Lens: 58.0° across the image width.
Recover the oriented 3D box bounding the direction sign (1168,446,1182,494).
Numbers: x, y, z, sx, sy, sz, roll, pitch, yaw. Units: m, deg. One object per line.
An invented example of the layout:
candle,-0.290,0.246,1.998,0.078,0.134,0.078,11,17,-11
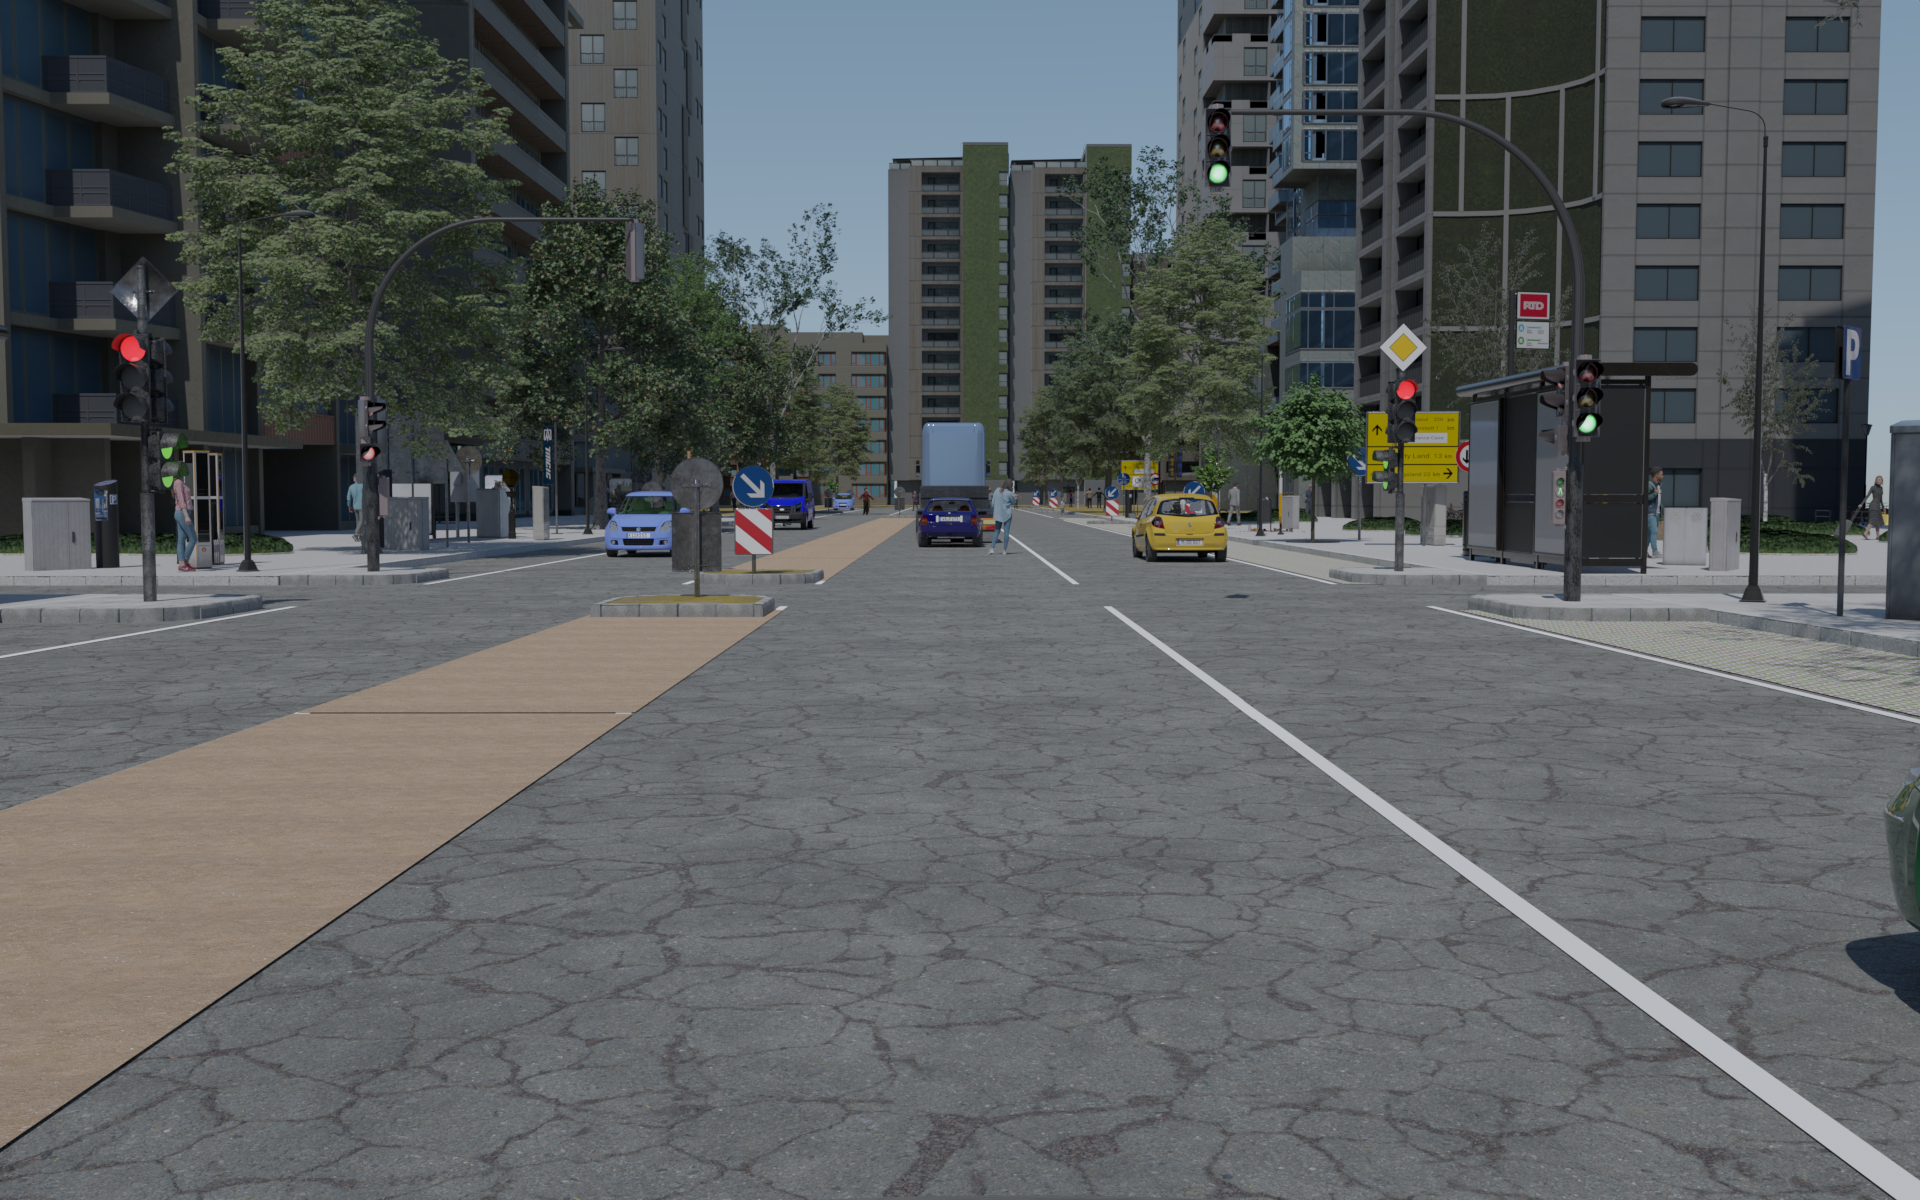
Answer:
direction sign,10.089,-5.457,81.211,0.876,3.537,0.379,-3,4,-38

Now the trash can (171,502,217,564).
trash can,-13.425,-1.146,30.396,0.748,1.137,0.748,0,3,0

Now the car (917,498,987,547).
car,-0.235,-2.160,47.893,1.945,1.354,3.894,0,4,1

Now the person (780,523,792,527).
person,-7.737,-3.823,76.502,0.738,1.151,1.012,-2,4,-30

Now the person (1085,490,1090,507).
person,12.971,-10.364,176.300,0.445,1.727,0.742,1,4,13

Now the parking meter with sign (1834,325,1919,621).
parking meter with sign,9.850,-1.302,17.556,1.738,3.016,0.543,3,5,44

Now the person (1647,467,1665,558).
person,13.830,-1.738,34.450,0.794,1.824,0.713,-2,4,-28

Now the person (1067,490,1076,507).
person,11.052,-10.083,171.586,0.721,1.739,1.217,-3,5,-43

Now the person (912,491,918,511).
person,-3.805,-8.374,146.330,0.541,1.710,0.530,2,4,27

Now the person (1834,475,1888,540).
person,25.209,-2.577,48.392,1.509,1.804,0.699,0,4,7

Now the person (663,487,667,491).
person,-22.475,-7.679,131.460,0.709,1.838,0.599,-1,4,-23

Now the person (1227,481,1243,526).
person,11.092,-3.897,70.028,0.850,1.792,0.678,-3,5,-44

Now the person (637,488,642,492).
person,-24.454,-7.681,132.303,0.551,1.740,0.621,1,4,12

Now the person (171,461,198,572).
person,-12.757,-1.372,28.485,0.388,1.821,0.555,-3,5,-40

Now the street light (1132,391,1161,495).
street light,8.459,-6.455,78.083,1.470,5.913,1.316,0,4,0

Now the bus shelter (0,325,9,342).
bus shelter,-12.793,-2.408,16.995,2.179,5.291,8.768,0,4,0

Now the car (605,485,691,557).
car,-7.225,-1.897,40.615,1.945,1.707,3.694,0,4,-1

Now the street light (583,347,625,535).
street light,-11.290,-5.037,54.900,1.470,5.913,1.316,0,4,0

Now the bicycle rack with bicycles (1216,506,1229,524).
bicycle rack with bicycles,10.218,-3.740,74.530,2.925,0.926,2.852,2,4,24

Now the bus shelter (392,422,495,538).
bus shelter,-14.515,-3.286,47.649,2.014,3.302,5.546,0,4,0

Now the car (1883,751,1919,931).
car,3.553,0.542,2.944,2.131,1.459,4.920,0,4,-1

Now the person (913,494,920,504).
person,-2.404,-6.132,108.889,1.348,1.807,0.705,3,5,44

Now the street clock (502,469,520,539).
street clock,-12.815,-2.748,49.506,0.471,2.002,0.358,0,4,-3

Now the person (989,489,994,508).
person,2.034,-6.687,117.919,0.705,1.814,1.350,-3,5,-45

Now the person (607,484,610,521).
person,-16.053,-4.450,78.975,0.721,1.800,0.419,-3,5,-45

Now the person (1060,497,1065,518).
person,6.045,-5.401,101.482,0.332,1.250,0.352,-1,4,-17

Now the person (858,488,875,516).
person,-6.286,-6.570,115.876,1.348,1.831,0.705,-2,4,-33

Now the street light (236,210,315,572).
street light,-11.257,-3.424,28.517,1.470,5.913,1.316,0,4,0

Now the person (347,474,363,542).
person,-16.286,-2.501,46.792,0.638,1.841,0.748,1,4,19

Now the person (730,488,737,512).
person,-16.471,-7.272,125.871,0.756,1.711,0.436,-2,4,-34

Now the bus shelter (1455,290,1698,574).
bus shelter,10.647,-3.316,31.851,2.179,5.291,8.768,0,4,0

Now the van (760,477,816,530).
van,-7.043,-4.058,70.725,2.240,2.365,5.245,0,4,-1

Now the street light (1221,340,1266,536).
street light,8.595,-4.889,52.483,1.470,5.913,1.316,0,4,0

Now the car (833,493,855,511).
car,-10.185,-8.709,151.983,1.945,1.707,3.694,0,4,0

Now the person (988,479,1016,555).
person,0.991,-1.975,41.059,0.793,1.790,0.793,-1,4,-12

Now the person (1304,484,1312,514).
person,17.409,-4.875,86.168,0.576,1.772,0.534,2,4,25

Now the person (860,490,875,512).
person,-7.237,-7.687,134.921,1.217,1.736,0.721,0,4,-2

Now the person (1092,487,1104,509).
person,12.167,-8.913,151.396,1.348,1.869,0.705,1,4,12

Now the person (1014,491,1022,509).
person,5.292,-9.375,162.491,1.217,1.736,0.721,-2,4,-25

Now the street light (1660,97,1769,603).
street light,8.897,-2.930,20.440,1.470,5.913,1.316,0,4,0

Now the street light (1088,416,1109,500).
street light,8.356,-8.023,103.713,1.470,5.913,1.316,0,4,0

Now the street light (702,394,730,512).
street light,-11.390,-6.603,80.500,1.470,5.913,1.316,0,4,0

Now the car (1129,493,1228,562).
car,4.759,-1.694,37.914,2.015,1.641,3.980,0,4,0

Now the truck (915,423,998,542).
truck,-0.180,-4.272,59.604,2.967,4.110,18.799,0,4,-1
